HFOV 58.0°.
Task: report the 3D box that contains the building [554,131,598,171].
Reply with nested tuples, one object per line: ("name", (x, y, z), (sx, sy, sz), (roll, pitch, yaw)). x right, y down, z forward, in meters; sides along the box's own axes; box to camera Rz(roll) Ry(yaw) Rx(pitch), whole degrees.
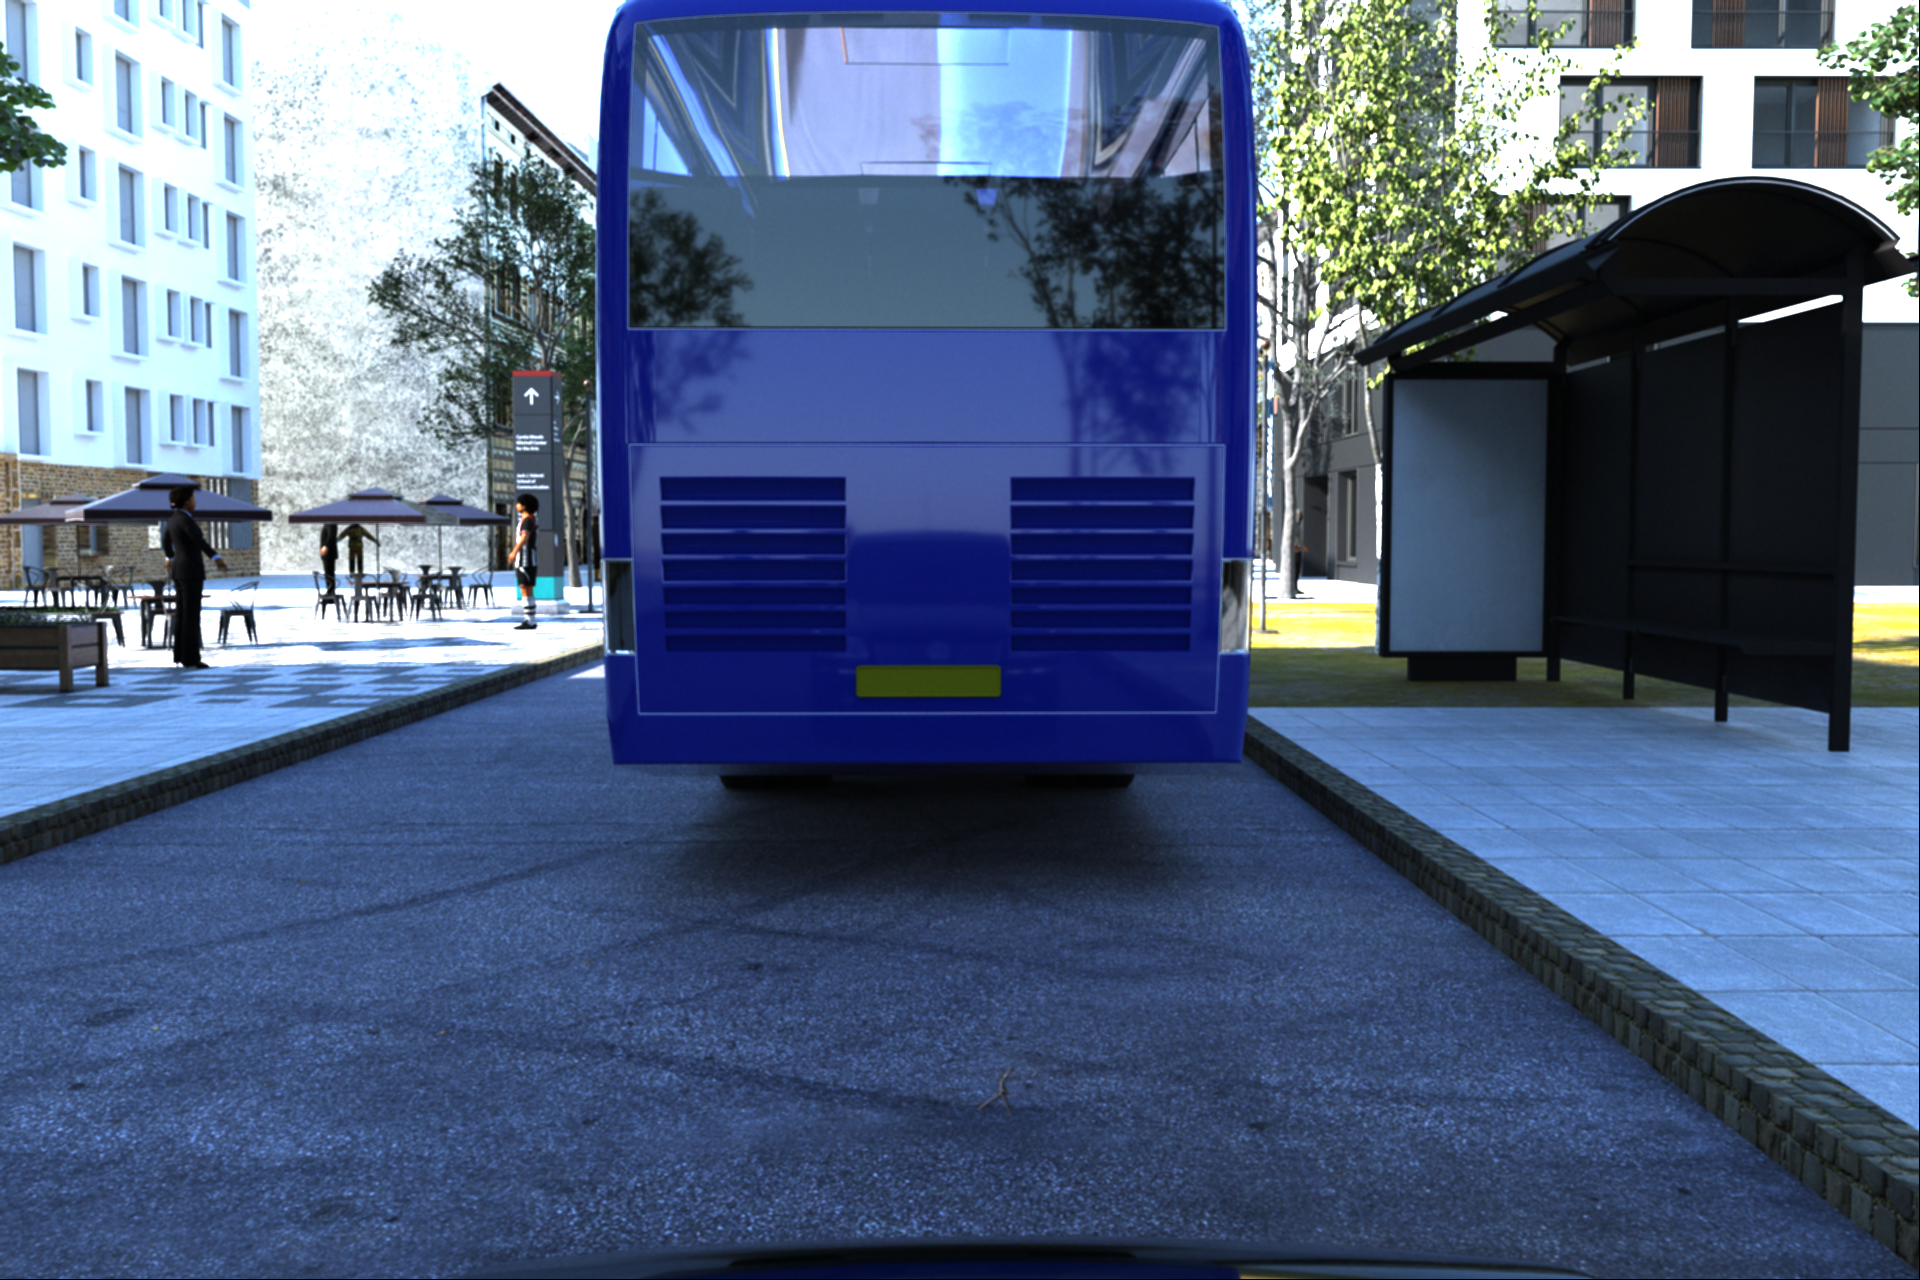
("building", (-24.803, -13.793, 91.977), (16.747, 18.905, 31.486), (0, 4, -1))

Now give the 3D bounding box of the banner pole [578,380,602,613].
("banner pole", (-6.039, -2.351, 28.458), (0.401, 3.779, 0.863), (0, 4, 1))

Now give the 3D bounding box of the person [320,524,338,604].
("person", (-11.578, -1.560, 31.695), (0.705, 1.806, 1.347), (-1, 4, -21))

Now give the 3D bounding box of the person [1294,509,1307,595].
("person", (7.187, -1.880, 36.863), (0.705, 1.813, 1.348), (1, 4, 19))

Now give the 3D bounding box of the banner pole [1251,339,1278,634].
("banner pole", (3.930, -1.965, 22.150), (0.401, 3.779, 0.863), (0, 4, 0))

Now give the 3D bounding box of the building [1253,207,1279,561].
("building", (24.210, -15.665, 87.054), (19.493, 23.208, 18.063), (0, 4, 0))

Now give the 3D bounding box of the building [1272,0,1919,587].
("building", (24.113, -13.083, 57.888), (27.936, 21.610, 32.646), (0, 4, 0))

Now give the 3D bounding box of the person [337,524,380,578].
("person", (-17.743, -2.759, 50.874), (1.354, 1.858, 0.705), (-2, 4, -29))

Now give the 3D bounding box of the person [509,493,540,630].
("person", (-5.843, -1.047, 23.257), (0.704, 1.843, 1.345), (0, 4, -6))

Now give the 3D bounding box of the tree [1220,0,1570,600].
("tree", (6.521, -7.533, 33.542), (12.009, 13.543, 11.850), (0, 3, 0))

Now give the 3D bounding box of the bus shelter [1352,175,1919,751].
("bus shelter", (4.474, -1.141, 12.576), (2.014, 3.302, 5.546), (0, 4, 0))

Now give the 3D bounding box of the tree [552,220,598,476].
("tree", (-8.945, -8.271, 53.365), (7.486, 12.596, 7.792), (0, 3, 0))

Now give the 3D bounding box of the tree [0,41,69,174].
("tree", (-8.759, -5.539, 8.684), (7.486, 12.596, 7.792), (0, 3, 0))

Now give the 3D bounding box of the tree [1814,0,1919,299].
("tree", (13.199, -6.712, 16.396), (9.857, 13.997, 8.962), (0, 3, 0))

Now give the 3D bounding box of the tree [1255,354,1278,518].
("tree", (6.837, -6.027, 48.902), (4.737, 8.622, 4.395), (0, 3, 0))

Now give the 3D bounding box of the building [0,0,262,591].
("building", (-26.319, -11.203, 39.594), (16.016, 20.090, 11.380), (0, 4, 0))

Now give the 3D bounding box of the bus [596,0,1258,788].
("bus", (-0.245, -1.288, 12.610), (2.896, 3.916, 12.251), (0, 4, -1))

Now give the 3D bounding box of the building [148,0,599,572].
("building", (-24.959, -14.431, 66.871), (19.493, 23.208, 18.063), (0, 4, 1))

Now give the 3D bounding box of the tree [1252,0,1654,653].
("tree", (4.667, -4.152, 18.248), (4.737, 8.622, 4.395), (0, 3, 0))

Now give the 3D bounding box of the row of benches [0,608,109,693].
("row of benches", (-9.246, 0.068, 14.350), (4.104, 0.672, 1.422), (0, 4, 2))

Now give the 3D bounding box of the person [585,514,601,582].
("person", (-9.673, -2.475, 46.600), (1.346, 1.812, 0.704), (3, 4, 38))

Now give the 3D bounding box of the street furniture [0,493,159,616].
("street furniture", (-26.605, -1.092, 22.883), (27.439, 1.986, 14.083), (0, 4, -7))

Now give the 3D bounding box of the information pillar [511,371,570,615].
("information pillar", (-6.754, -2.349, 27.786), (0.750, 3.857, 0.750), (0, 4, 2))

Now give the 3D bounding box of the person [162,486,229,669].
("person", (-7.355, -0.607, 16.648), (1.216, 1.740, 0.721), (3, 5, 44))

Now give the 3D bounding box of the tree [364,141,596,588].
("tree", (-9.390, -6.531, 41.192), (7.601, 10.594, 8.767), (3, 5, 43))
